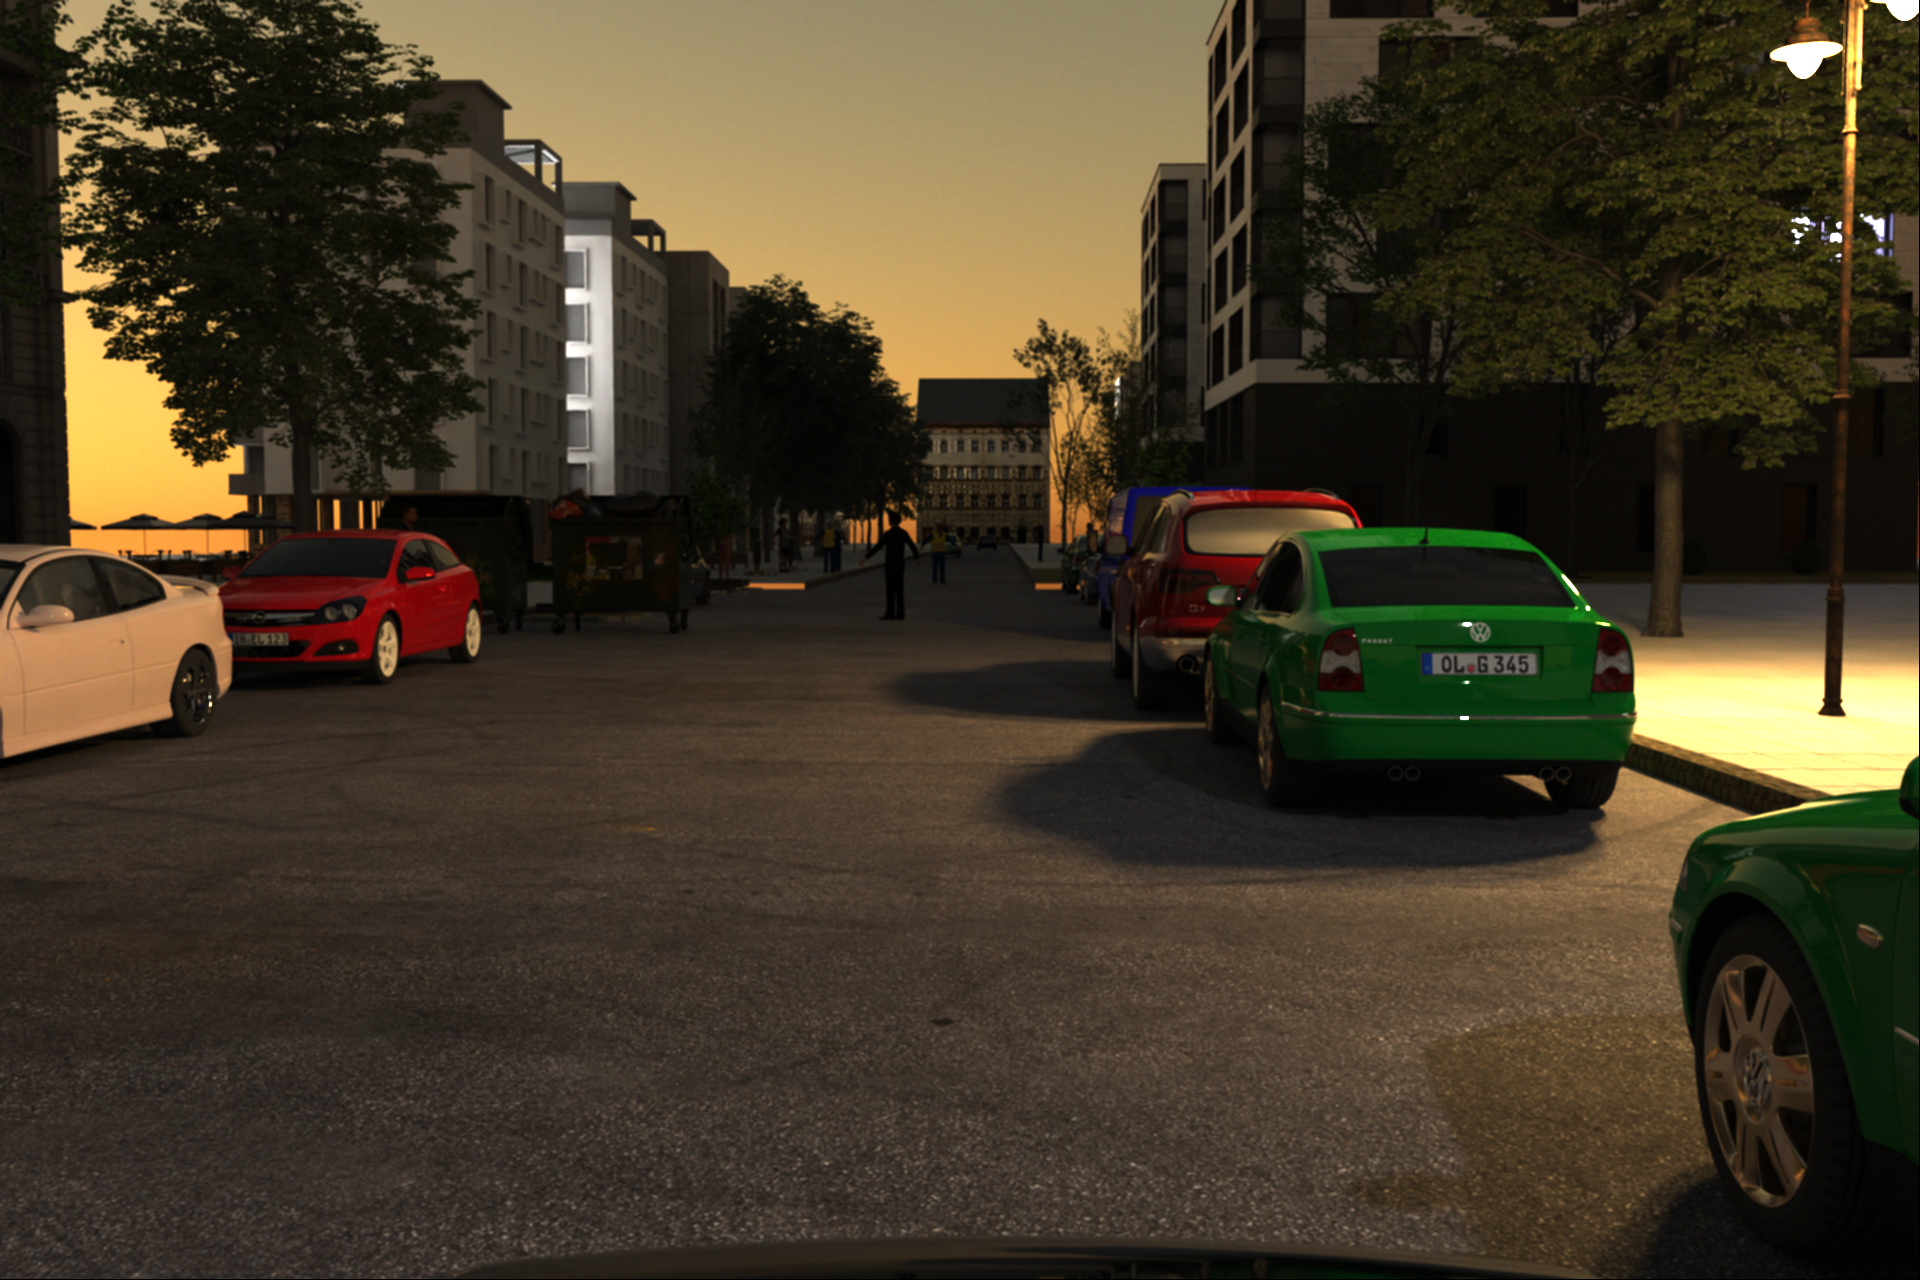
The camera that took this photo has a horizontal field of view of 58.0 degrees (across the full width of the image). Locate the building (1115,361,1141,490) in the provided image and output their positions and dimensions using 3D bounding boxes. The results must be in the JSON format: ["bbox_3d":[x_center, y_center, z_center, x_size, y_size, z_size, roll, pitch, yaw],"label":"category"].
[{"bbox_3d":[25.961,-19.529,185.754,16.747,18.905,31.486,0,4,2],"label":"building"}]

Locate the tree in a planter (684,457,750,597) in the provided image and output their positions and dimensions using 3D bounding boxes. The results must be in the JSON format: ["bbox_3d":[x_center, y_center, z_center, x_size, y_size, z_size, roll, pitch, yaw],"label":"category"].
[{"bbox_3d":[-5.965,-2.631,40.246,1.991,3.239,1.994,0,4,2],"label":"tree in a planter"}]

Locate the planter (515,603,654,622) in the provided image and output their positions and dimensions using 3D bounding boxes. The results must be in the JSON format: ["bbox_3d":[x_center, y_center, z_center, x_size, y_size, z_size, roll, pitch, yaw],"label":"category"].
[{"bbox_3d":[-6.238,-0.490,29.147,1.991,0.319,1.994,0,4,1],"label":"planter"}]

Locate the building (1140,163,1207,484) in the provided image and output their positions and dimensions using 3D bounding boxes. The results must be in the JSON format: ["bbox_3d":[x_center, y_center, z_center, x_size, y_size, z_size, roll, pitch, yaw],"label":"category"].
[{"bbox_3d":[25.444,-16.376,111.725,27.936,21.610,32.646,0,4,2],"label":"building"}]

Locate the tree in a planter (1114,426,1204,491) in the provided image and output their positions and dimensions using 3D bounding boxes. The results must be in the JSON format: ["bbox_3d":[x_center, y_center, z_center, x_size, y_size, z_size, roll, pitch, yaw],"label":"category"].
[{"bbox_3d":[3.383,-1.931,28.802,1.991,3.239,1.994,0,4,2],"label":"tree in a planter"}]

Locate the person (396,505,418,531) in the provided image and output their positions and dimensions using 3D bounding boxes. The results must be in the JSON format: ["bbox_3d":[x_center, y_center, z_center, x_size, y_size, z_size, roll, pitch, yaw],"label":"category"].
[{"bbox_3d":[-7.009,-0.821,22.106,0.704,1.802,1.346,0,4,-3],"label":"person"}]

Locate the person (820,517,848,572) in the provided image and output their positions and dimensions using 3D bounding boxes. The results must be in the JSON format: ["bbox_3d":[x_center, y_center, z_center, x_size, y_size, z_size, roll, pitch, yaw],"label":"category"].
[{"bbox_3d":[-4.215,-3.232,58.704,0.705,1.847,1.347,3,4,37],"label":"person"}]

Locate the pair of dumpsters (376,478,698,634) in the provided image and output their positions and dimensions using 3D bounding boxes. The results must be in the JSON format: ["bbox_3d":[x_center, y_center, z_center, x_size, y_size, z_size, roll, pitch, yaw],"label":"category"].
[{"bbox_3d":[-6.113,-1.236,25.154,4.436,2.255,1.574,0,4,1],"label":"pair of dumpsters"}]

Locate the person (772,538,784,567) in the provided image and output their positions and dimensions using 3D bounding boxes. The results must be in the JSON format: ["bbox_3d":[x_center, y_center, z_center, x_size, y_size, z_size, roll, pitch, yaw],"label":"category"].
[{"bbox_3d":[-7.103,-3.614,68.350,0.599,1.433,0.991,2,4,30],"label":"person"}]

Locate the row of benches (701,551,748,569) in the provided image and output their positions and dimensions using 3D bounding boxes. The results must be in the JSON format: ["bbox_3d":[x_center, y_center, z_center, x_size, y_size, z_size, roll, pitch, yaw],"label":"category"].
[{"bbox_3d":[-9.107,-2.930,63.375,1.422,0.672,4.104,2,4,25],"label":"row of benches"}]

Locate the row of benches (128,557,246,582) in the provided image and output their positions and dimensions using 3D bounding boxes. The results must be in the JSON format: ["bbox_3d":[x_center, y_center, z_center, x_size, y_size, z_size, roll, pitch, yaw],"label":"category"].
[{"bbox_3d":[-20.784,-1.859,45.853,1.422,0.672,4.104,2,4,26],"label":"row of benches"}]

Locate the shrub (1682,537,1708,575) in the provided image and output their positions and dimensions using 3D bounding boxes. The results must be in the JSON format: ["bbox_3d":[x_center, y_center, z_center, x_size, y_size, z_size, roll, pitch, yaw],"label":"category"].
[{"bbox_3d":[22.837,-2.626,54.046,1.383,1.207,1.383,0,3,0],"label":"shrub"}]

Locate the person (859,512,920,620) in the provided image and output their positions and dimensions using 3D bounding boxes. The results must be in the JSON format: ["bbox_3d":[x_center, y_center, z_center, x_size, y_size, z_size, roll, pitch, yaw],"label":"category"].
[{"bbox_3d":[-1.115,-1.242,28.950,0.705,1.806,1.347,3,5,44],"label":"person"}]

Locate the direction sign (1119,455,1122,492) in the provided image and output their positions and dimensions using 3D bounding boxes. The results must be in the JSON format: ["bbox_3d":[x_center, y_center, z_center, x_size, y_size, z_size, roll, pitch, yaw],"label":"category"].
[{"bbox_3d":[4.612,-3.538,49.842,0.379,3.537,0.876,0,4,1],"label":"direction sign"}]

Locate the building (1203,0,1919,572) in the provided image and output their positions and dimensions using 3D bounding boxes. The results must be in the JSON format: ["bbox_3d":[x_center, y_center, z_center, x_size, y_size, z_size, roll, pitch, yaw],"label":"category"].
[{"bbox_3d":[24.228,-14.103,74.554,27.936,21.610,32.646,0,4,1],"label":"building"}]

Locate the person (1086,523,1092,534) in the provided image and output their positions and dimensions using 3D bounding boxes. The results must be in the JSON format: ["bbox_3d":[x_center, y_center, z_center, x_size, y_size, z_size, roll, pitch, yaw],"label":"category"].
[{"bbox_3d":[5.961,-4.539,80.334,0.705,1.813,1.348,2,4,23],"label":"person"}]

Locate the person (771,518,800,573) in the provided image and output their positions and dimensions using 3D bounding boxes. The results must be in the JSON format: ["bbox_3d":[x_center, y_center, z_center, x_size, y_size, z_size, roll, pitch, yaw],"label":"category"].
[{"bbox_3d":[-5.875,-3.166,57.906,0.704,1.843,1.345,3,4,38],"label":"person"}]

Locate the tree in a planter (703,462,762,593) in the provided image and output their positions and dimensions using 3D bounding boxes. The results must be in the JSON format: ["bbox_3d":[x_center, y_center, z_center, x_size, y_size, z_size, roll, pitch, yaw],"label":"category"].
[{"bbox_3d":[-5.958,-2.789,42.829,1.991,3.239,1.994,0,4,2],"label":"tree in a planter"}]

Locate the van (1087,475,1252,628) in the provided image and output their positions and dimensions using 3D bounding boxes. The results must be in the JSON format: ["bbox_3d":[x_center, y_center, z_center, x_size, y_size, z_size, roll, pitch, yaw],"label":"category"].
[{"bbox_3d":[3.002,-1.235,24.581,2.240,2.365,5.245,0,4,1],"label":"van"}]

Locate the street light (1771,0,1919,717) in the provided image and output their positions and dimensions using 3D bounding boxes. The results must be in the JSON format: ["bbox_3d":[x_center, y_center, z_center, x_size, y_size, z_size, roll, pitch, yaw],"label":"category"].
[{"bbox_3d":[6.175,-2.403,12.083,0.468,5.910,1.993,0,4,1],"label":"street light"}]

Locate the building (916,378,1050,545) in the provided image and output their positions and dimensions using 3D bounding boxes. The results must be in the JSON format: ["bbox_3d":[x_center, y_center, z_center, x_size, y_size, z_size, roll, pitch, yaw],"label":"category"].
[{"bbox_3d":[3.293,-25.045,242.871,18.063,23.208,19.493,0,4,1],"label":"building"}]

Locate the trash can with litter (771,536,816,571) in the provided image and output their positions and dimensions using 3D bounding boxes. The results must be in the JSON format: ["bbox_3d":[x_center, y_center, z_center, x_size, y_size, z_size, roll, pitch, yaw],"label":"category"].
[{"bbox_3d":[-5.882,-3.092,61.610,1.678,1.210,2.233,0,4,1],"label":"trash can with litter"}]

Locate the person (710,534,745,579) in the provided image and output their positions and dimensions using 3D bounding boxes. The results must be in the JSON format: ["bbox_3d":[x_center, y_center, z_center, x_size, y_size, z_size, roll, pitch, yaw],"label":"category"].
[{"bbox_3d":[-6.276,-2.432,46.564,1.217,1.733,0.721,2,4,33],"label":"person"}]

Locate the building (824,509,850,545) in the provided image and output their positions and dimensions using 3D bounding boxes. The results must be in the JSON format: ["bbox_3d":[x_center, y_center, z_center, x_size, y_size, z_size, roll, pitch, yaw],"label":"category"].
[{"bbox_3d":[-23.462,-23.130,209.107,19.493,23.208,18.063,0,4,2],"label":"building"}]

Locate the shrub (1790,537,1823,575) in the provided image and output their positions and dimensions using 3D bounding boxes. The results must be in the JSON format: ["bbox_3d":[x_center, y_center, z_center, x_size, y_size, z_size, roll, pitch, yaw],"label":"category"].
[{"bbox_3d":[26.529,-2.642,54.306,1.383,1.207,1.383,0,3,0],"label":"shrub"}]

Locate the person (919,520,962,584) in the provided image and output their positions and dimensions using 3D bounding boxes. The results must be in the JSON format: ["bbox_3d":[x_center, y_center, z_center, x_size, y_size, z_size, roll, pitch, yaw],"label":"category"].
[{"bbox_3d":[-0.595,-2.515,49.546,1.349,1.833,0.705,-2,4,-25],"label":"person"}]

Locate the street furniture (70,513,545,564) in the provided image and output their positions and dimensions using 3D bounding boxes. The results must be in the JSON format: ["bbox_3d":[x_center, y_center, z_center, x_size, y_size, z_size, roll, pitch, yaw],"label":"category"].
[{"bbox_3d":[-28.018,-3.455,61.520,27.439,1.986,14.083,-1,4,-8],"label":"street furniture"}]

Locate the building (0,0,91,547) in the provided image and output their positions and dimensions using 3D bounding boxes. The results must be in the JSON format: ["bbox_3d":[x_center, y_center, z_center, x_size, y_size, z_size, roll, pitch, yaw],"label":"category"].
[{"bbox_3d":[-31.122,-11.981,36.546,13.314,22.015,24.055,0,4,2],"label":"building"}]

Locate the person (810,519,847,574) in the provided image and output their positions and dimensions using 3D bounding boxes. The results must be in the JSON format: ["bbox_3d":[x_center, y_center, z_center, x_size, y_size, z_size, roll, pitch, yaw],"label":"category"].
[{"bbox_3d":[-4.275,-3.050,56.335,1.216,1.772,0.721,-1,4,-16],"label":"person"}]

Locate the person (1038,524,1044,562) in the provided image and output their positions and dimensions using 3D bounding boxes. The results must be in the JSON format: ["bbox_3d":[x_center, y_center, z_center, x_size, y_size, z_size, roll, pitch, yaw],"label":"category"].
[{"bbox_3d":[3.809,-4.489,80.115,0.721,1.740,1.216,0,4,1],"label":"person"}]

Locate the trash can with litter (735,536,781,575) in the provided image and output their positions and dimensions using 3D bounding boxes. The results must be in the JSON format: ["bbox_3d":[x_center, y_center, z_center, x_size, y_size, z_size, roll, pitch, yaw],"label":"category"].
[{"bbox_3d":[-6.250,-2.670,54.706,1.678,1.210,2.233,0,4,3],"label":"trash can with litter"}]

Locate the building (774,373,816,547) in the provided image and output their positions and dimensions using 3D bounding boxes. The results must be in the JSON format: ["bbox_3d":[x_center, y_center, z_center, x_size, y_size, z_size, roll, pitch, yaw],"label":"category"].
[{"bbox_3d":[-25.193,-21.507,182.569,19.493,23.208,18.063,0,4,2],"label":"building"}]

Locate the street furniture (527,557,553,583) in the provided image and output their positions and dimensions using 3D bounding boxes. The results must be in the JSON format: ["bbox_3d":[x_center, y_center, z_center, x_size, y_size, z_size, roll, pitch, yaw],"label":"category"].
[{"bbox_3d":[-12.806,-1.897,46.641,10.072,0.657,5.734,-2,4,-34],"label":"street furniture"}]
